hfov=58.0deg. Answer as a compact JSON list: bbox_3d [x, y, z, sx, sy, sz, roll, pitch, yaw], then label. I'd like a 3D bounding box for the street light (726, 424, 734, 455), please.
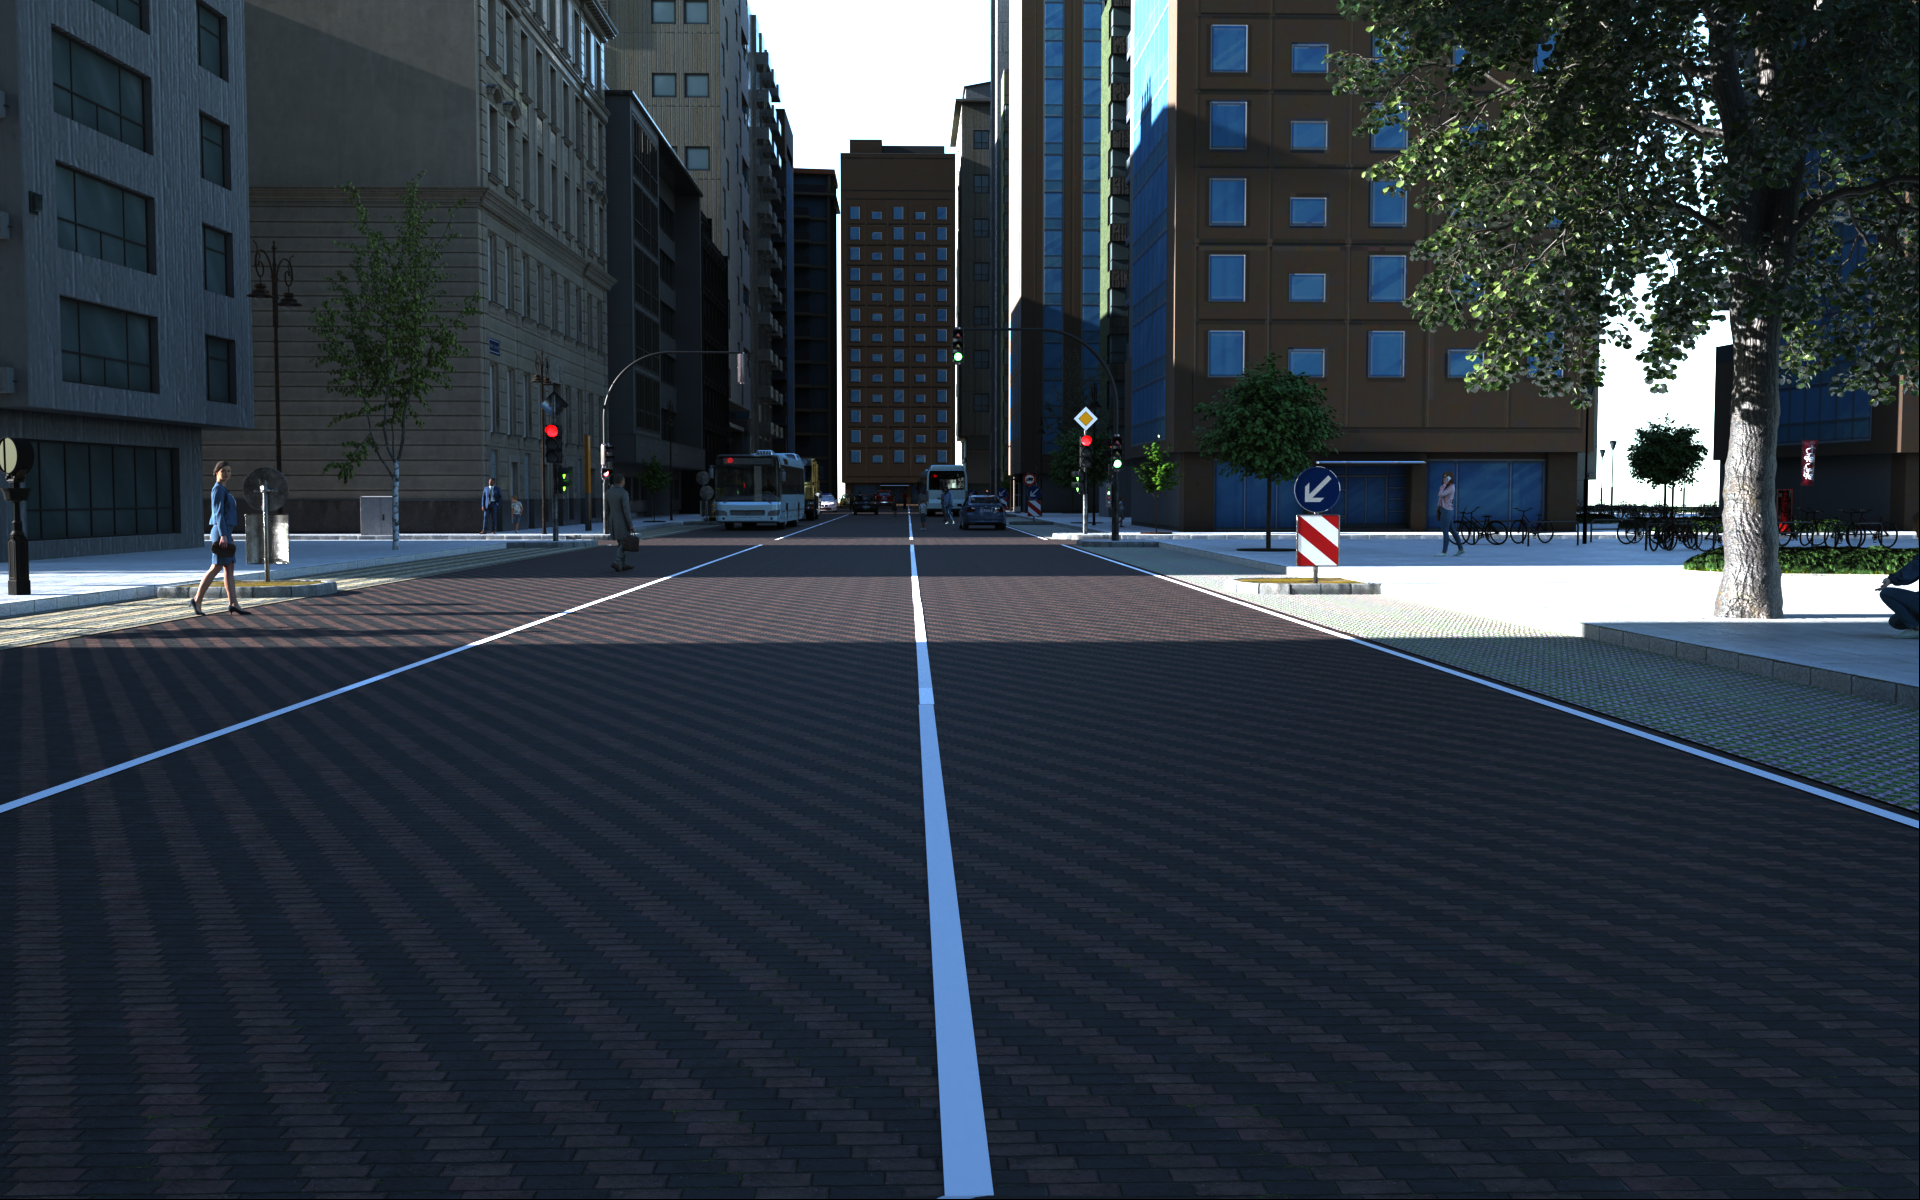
[{"bbox_3d":[-15.129,-8.629,113.871,0.468,5.910,1.993,0,4,-2],"label":"street light"}]

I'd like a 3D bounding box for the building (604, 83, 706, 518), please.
[{"bbox_3d":[-22.892,-16.890,95.219,14.314,24.678,30.058,0,4,-2],"label":"building"}]

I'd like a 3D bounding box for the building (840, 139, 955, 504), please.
[{"bbox_3d":[-7.873,-34.979,222.015,14.200,45.320,14.600,0,4,-2],"label":"building"}]

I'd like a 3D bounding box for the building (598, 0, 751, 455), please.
[{"bbox_3d":[-31.762,-33.845,142.610,28.713,52.752,27.495,0,4,-2],"label":"building"}]

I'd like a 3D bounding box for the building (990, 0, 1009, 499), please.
[{"bbox_3d":[13.843,-39.699,191.081,21.231,58.520,28.212,0,4,-2],"label":"building"}]

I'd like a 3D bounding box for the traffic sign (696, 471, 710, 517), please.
[{"bbox_3d":[-14.188,-5.840,95.583,0.768,2.556,0.104,0,4,0],"label":"traffic sign"}]

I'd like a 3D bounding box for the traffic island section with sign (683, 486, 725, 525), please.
[{"bbox_3d":[-11.717,-4.382,80.275,1.989,1.847,2.006,0,4,-2],"label":"traffic island section with sign"}]

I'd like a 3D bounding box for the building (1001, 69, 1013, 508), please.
[{"bbox_3d":[10.936,-29.774,170.402,14.154,41.232,14.086,0,4,-2],"label":"building"}]

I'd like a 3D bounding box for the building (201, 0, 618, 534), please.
[{"bbox_3d":[-21.526,-16.537,67.636,12.463,27.353,25.104,0,4,-2],"label":"building"}]

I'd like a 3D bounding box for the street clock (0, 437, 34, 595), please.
[{"bbox_3d":[-11.984,-1.067,22.010,0.471,2.002,0.358,2,4,31],"label":"street clock"}]

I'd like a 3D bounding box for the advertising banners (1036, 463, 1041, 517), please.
[{"bbox_3d":[4.389,-6.164,96.965,0.090,3.025,2.074,1,4,10],"label":"advertising banners"}]

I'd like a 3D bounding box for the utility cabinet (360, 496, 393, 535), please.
[{"bbox_3d":[-18.176,-2.627,54.106,1.020,1.237,0.306,0,4,-5],"label":"utility cabinet"}]

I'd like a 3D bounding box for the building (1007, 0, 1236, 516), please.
[{"bbox_3d":[10.794,-28.942,123.306,14.600,45.320,14.200,0,4,-2],"label":"building"}]

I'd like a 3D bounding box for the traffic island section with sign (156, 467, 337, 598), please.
[{"bbox_3d":[-10.032,-0.979,24.642,1.989,1.847,2.006,0,4,-2],"label":"traffic island section with sign"}]

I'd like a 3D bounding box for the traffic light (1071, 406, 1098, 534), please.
[{"bbox_3d":[4.005,-4.076,55.568,0.839,4.253,0.868,0,4,-2],"label":"traffic light"}]

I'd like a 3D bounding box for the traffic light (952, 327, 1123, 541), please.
[{"bbox_3d":[2.159,-4.447,47.382,4.771,5.953,1.251,0,4,-2],"label":"traffic light"}]

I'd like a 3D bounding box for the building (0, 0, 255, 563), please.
[{"bbox_3d":[-24.071,-16.254,37.449,14.107,30.474,14.160,0,4,-2],"label":"building"}]

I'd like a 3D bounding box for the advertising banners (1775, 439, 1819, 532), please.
[{"bbox_3d":[26.473,-3.636,55.637,2.074,3.025,0.090,0,4,4],"label":"advertising banners"}]

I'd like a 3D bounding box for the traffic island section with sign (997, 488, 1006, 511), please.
[{"bbox_3d":[2.468,-6.070,107.870,1.989,1.847,2.006,0,4,-2],"label":"traffic island section with sign"}]

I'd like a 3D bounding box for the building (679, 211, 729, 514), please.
[{"bbox_3d":[-22.806,-17.662,118.455,12.332,23.373,15.834,0,4,-2],"label":"building"}]

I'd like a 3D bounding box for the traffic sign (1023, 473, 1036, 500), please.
[{"bbox_3d":[4.217,-6.421,105.097,0.768,2.556,0.104,0,4,3],"label":"traffic sign"}]

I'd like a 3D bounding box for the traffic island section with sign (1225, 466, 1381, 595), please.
[{"bbox_3d":[4.966,-1.030,25.467,1.989,1.847,2.006,0,4,-2],"label":"traffic island section with sign"}]

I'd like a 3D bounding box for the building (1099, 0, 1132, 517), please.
[{"bbox_3d":[15.007,-20.187,101.764,14.160,30.474,14.107,0,4,-2],"label":"building"}]

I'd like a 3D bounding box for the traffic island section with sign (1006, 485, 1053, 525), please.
[{"bbox_3d":[3.288,-4.402,80.601,1.989,1.847,2.006,0,4,-2],"label":"traffic island section with sign"}]

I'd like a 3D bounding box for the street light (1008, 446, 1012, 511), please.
[{"bbox_3d":[3.819,-9.622,130.112,0.468,5.910,1.993,0,4,-2],"label":"street light"}]

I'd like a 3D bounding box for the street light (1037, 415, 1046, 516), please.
[{"bbox_3d":[4.741,-7.845,101.051,0.468,5.910,1.993,0,4,-2],"label":"street light"}]

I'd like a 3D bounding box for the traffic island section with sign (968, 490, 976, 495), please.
[{"bbox_3d":[0.955,-9.119,157.723,1.989,1.847,2.006,0,4,-2],"label":"traffic island section with sign"}]

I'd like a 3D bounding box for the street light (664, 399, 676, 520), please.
[{"bbox_3d":[-14.116,-6.834,84.527,0.468,5.910,1.993,0,4,-2],"label":"street light"}]

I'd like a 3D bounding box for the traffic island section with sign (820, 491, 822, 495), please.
[{"bbox_3d":[-14.873,-10.726,184.003,1.989,1.847,2.006,0,4,-2],"label":"traffic island section with sign"}]

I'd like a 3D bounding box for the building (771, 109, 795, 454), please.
[{"bbox_3d":[-26.474,-33.480,197.515,14.200,45.320,14.600,0,4,-2],"label":"building"}]

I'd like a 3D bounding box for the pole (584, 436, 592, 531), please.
[{"bbox_3d":[-12.980,-4.071,60.412,0.158,3.312,0.155,0,3,0],"label":"pole"}]

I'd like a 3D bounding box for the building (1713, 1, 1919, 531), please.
[{"bbox_3d":[38.917,-25.365,64.837,14.200,45.320,14.600,0,4,-2],"label":"building"}]

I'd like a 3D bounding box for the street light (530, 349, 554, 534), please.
[{"bbox_3d":[-13.336,-5.052,55.394,0.468,5.910,1.993,0,4,-2],"label":"street light"}]

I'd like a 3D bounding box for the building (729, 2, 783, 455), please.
[{"bbox_3d":[-29.422,-33.803,172.282,23.786,49.044,30.456,0,4,-2],"label":"building"}]

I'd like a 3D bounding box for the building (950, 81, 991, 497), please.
[{"bbox_3d":[12.756,-39.148,229.310,27.495,52.752,28.713,0,4,-2],"label":"building"}]

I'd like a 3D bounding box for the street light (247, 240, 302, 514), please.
[{"bbox_3d":[-12.518,-3.608,31.771,0.468,5.910,1.993,0,4,-2],"label":"street light"}]

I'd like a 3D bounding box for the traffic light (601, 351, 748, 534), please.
[{"bbox_3d":[-9.160,-4.925,55.189,4.771,5.953,1.251,0,4,-2],"label":"traffic light"}]

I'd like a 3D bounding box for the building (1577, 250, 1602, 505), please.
[{"bbox_3d":[64.445,-26.222,200.432,14.107,30.474,14.160,0,4,-2],"label":"building"}]

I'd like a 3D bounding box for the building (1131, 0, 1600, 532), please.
[{"bbox_3d":[14.041,-25.303,63.813,14.200,45.320,14.600,0,4,-2],"label":"building"}]

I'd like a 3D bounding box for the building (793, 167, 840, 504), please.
[{"bbox_3d":[-30.236,-34.899,225.225,28.867,44.769,22.147,0,4,-2],"label":"building"}]

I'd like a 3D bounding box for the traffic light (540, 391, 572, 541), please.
[{"bbox_3d":[-11.006,-3.559,47.110,0.839,4.253,0.868,0,4,-2],"label":"traffic light"}]

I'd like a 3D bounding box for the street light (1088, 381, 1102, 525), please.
[{"bbox_3d":[5.502,-6.005,70.967,0.468,5.910,1.993,0,4,-2],"label":"street light"}]
